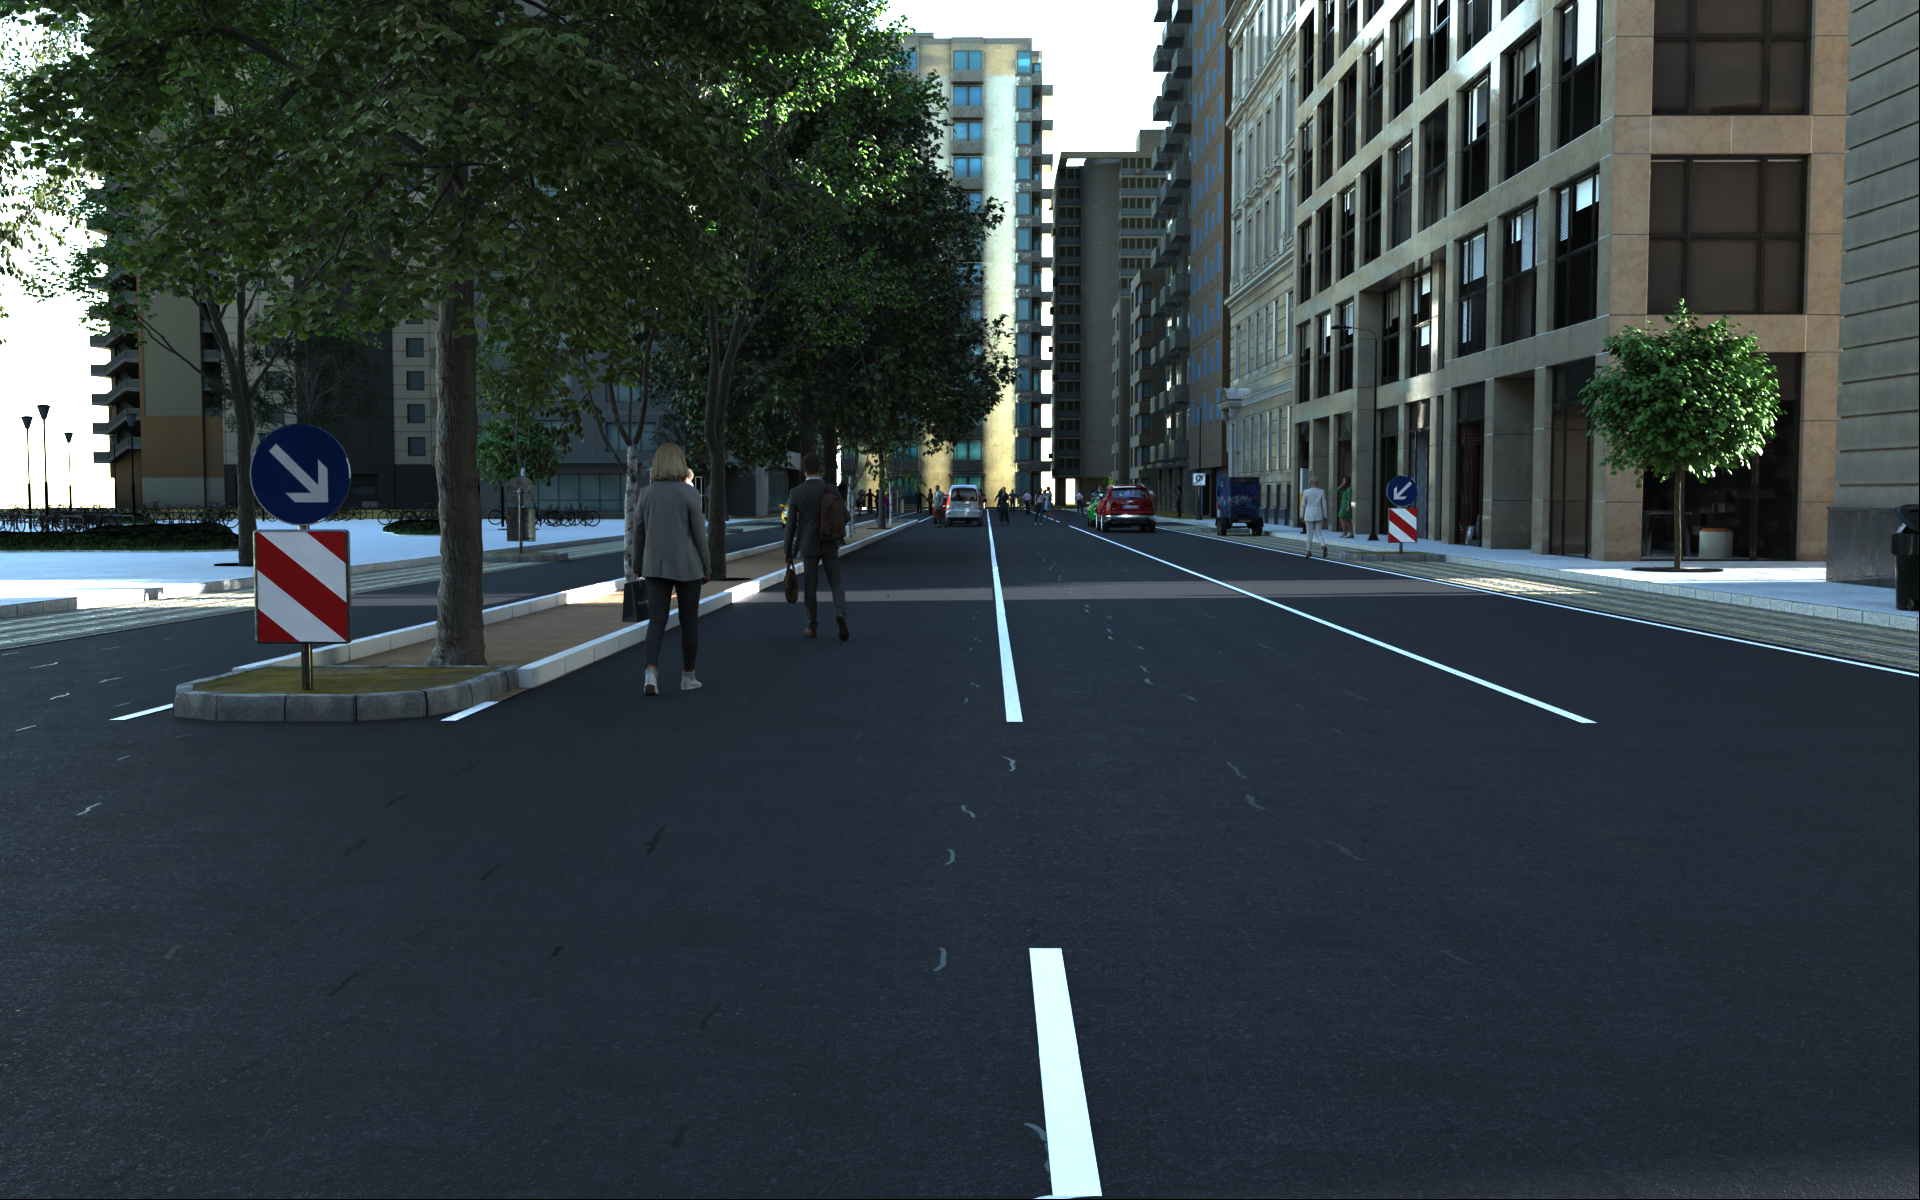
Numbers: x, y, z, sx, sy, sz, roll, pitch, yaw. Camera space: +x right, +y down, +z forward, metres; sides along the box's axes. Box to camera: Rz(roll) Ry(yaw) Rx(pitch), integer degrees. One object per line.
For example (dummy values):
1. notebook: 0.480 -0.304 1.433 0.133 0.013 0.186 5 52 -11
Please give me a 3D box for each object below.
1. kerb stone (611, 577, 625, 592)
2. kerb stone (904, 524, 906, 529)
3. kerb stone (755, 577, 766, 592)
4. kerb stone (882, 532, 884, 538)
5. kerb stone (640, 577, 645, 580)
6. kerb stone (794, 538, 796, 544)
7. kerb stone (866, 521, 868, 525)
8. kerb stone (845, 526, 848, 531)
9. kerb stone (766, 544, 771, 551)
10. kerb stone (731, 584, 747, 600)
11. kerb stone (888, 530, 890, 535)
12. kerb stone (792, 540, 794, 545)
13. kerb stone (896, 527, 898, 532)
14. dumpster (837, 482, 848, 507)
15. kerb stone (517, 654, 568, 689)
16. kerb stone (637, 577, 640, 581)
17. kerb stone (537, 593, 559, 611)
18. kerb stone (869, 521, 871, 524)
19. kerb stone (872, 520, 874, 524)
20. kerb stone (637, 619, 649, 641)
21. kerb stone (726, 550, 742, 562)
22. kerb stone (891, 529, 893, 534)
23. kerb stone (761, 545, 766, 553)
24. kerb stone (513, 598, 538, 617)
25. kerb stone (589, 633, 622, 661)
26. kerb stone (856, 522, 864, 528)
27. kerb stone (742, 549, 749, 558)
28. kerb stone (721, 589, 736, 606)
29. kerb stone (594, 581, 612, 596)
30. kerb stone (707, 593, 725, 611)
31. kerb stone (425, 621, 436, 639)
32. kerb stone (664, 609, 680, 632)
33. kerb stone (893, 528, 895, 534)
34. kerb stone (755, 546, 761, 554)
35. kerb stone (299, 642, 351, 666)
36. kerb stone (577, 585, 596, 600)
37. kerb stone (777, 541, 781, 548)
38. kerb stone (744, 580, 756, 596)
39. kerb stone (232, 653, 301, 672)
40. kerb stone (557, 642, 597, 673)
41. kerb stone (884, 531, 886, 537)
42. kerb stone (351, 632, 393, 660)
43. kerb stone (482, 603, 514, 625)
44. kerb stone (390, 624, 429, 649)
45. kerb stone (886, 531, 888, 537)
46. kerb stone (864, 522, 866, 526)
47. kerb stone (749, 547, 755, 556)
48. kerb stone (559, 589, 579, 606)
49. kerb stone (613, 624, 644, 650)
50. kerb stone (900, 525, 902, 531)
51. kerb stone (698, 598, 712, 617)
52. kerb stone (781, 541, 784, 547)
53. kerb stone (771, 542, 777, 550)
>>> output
1. kerb stone: -5.115 -0.206 25.571 0.120 0.150 1.000 0 4 1
2. kerb stone: -2.372 -2.901 69.621 0.120 0.150 1.000 0 4 1
3. kerb stone: -3.020 -0.203 25.523 0.120 0.150 1.000 0 4 1
4. kerb stone: -2.588 -2.023 55.267 0.120 0.150 1.000 0 4 1
5. kerb stone: -5.093 -0.330 27.617 0.120 0.150 1.000 0 4 1
6. kerb stone: -4.765 -1.710 50.154 0.120 0.150 1.000 0 4 1
7. kerb stone: -4.357 -3.403 77.844 0.120 0.150 1.000 0 4 1
8. kerb stone: -4.477 -2.901 69.631 0.120 0.150 1.000 0 4 1
9. kerb stone: -4.868 -1.269 42.977 0.120 0.150 1.000 0 4 1
10. kerb stone: -3.056 -0.079 23.479 0.120 0.150 1.000 0 4 1
11. kerb stone: -2.540 -2.211 58.339 0.120 0.150 1.000 0 4 1
12. kerb stone: -4.793 -1.585 48.108 0.120 0.150 1.000 0 4 1
13. kerb stone: -2.458 -2.524 63.469 0.120 0.150 1.000 0 4 1
14. dumpster: -8.542 -6.791 115.982 1.985 2.255 1.502 0 4 1
15. kerb stone: -3.201 0.551 13.245 0.120 0.150 1.000 0 4 1
16. kerb stone: -5.110 -0.267 26.593 0.120 0.150 1.000 0 4 1
17. kerb stone: -5.185 0.044 21.470 0.120 0.150 1.000 0 4 1
18. kerb stone: -4.330 -3.529 79.898 0.120 0.150 1.000 0 4 1
19. kerb stone: -4.289 -3.651 81.944 0.120 0.150 1.000 0 4 1
20. kerb stone: -3.140 0.297 17.339 0.120 0.150 1.000 0 4 1
21. kerb stone: -4.945 -0.957 37.865 0.120 0.150 1.000 0 4 1
22. kerb stone: -2.515 -2.336 60.384 0.120 0.150 1.000 0 4 1
23. kerb stone: -4.878 -1.209 41.955 0.120 0.150 1.000 0 4 1
24. kerb stone: -5.198 0.108 20.436 0.120 0.150 1.000 0 4 1
25. kerb stone: -3.172 0.426 15.289 0.120 0.150 1.000 0 4 1
26. kerb stone: -4.387 -3.275 75.790 0.120 0.150 1.000 0 4 1
27. kerb stone: -4.930 -1.021 38.887 0.120 0.150 1.000 0 4 1
28. kerb stone: -3.069 -0.010 22.457 0.120 0.150 1.000 0 4 1
29. kerb stone: -5.141 -0.142 24.546 0.120 0.150 1.000 0 4 1
30. kerb stone: -3.080 0.047 21.435 0.120 0.150 1.000 0 4 1
31. kerb stone: -5.246 0.297 17.359 0.120 0.150 1.000 0 4 1
32. kerb stone: -3.132 0.235 18.361 0.120 0.150 1.000 0 4 1
33. kerb stone: -2.488 -2.393 61.417 0.120 0.150 1.000 0 4 1
34. kerb stone: -4.900 -1.139 40.933 0.120 0.150 1.000 0 4 1
35. kerb stone: -5.287 0.484 14.288 0.120 0.150 1.000 0 4 1
36. kerb stone: -5.154 -0.080 23.521 0.120 0.150 1.000 0 4 1
37. kerb stone: -4.836 -1.397 45.041 0.120 0.150 1.000 0 4 1
38. kerb stone: -3.046 -0.141 24.501 0.120 0.150 1.000 0 4 1
39. kerb stone: -5.296 0.546 13.265 0.120 0.150 1.000 0 4 1
40. kerb stone: -3.188 0.488 14.267 0.120 0.150 1.000 0 4 1
41. kerb stone: -2.573 -2.086 56.294 0.120 0.150 1.000 0 4 1
42. kerb stone: -5.268 0.421 15.310 0.120 0.150 1.000 0 4 1
43. kerb stone: -5.218 0.171 19.405 0.120 0.150 1.000 0 4 1
44. kerb stone: -5.256 0.359 16.332 0.120 0.150 1.000 0 4 1
45. kerb stone: -2.555 -2.144 57.317 0.120 0.150 1.000 0 4 1
46. kerb stone: -4.380 -3.341 76.817 0.120 0.150 1.000 0 4 1
47. kerb stone: -4.909 -1.083 39.910 0.120 0.150 1.000 0 4 1
48. kerb stone: -5.167 -0.019 22.499 0.120 0.150 1.000 0 4 1
49. kerb stone: -3.158 0.363 16.311 0.120 0.150 1.000 0 4 1
50. kerb stone: -2.425 -2.712 66.540 0.120 0.150 1.000 0 4 1
51. kerb stone: -3.098 0.112 20.407 0.120 0.150 1.000 0 4 1
52. kerb stone: -4.820 -1.460 46.063 0.120 0.150 1.000 0 4 1
53. kerb stone: -4.847 -1.334 44.008 0.120 0.150 1.000 0 4 1
